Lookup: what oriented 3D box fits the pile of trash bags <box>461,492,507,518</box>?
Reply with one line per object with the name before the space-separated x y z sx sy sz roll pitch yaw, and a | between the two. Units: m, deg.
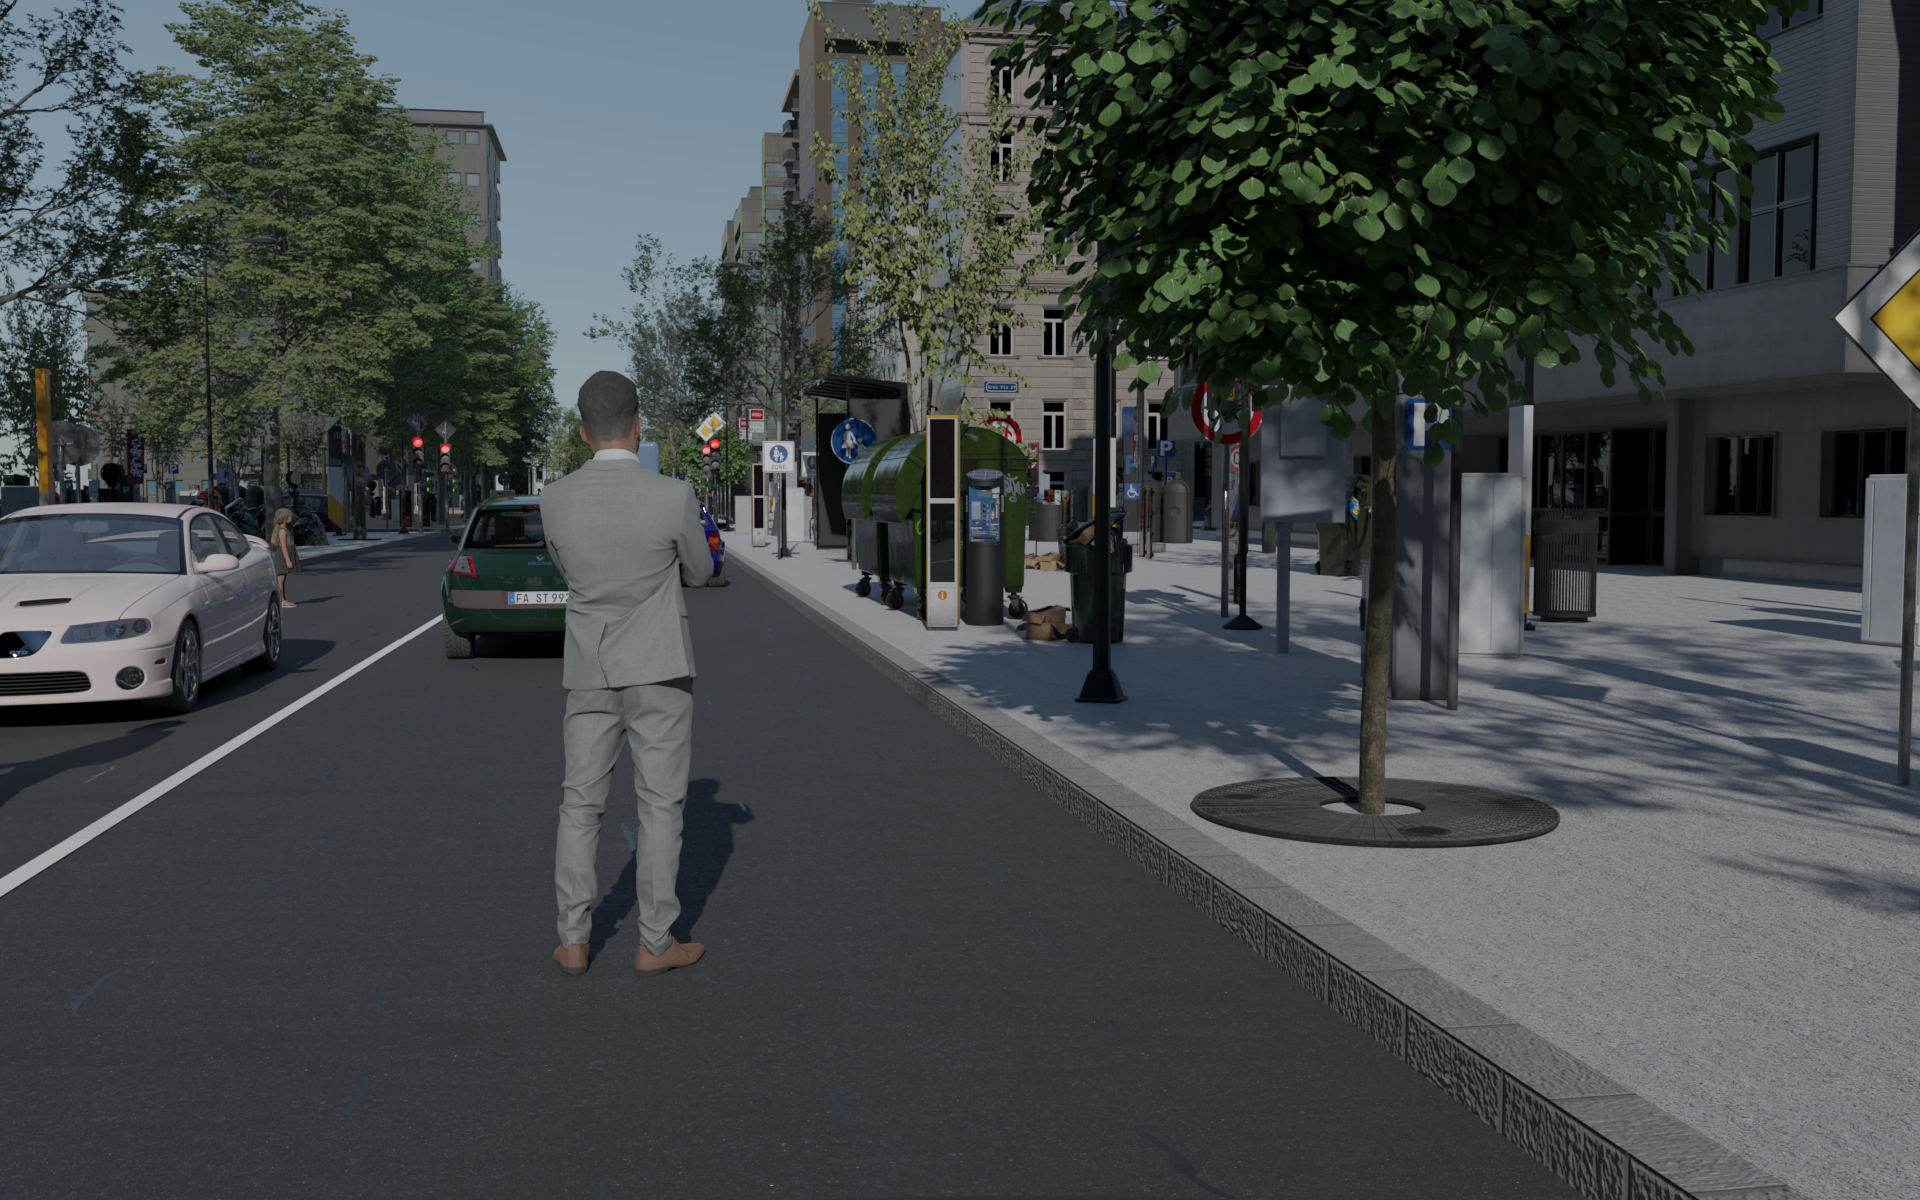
pile of trash bags | -25.668 -5.171 94.299 3.447 1.369 1.912 3 5 43

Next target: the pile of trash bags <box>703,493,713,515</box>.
pile of trash bags | -16.374 -6.755 120.197 1.912 1.369 3.447 1 4 20

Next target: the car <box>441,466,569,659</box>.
car | -3.894 -0.413 16.532 2.009 1.686 4.222 -1 4 -10

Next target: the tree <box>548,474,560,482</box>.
tree | -36.219 -9.761 154.197 1.663 3.219 1.824 0 3 0

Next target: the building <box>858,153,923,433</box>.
building | 0.278 -15.066 101.084 10.420 20.320 16.860 -1 4 -10

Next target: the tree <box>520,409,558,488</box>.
tree | -36.421 -12.142 148.881 4.360 8.622 3.978 0 3 0

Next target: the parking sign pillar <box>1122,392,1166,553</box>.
parking sign pillar | 3.830 -3.040 38.172 1.447 3.967 1.447 0 4 8

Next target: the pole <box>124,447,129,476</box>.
pole | -36.334 -4.999 75.582 0.158 3.312 0.155 0 3 0

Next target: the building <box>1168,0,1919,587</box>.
building | 15.405 -13.274 36.098 14.314 24.678 30.058 -1 4 -10

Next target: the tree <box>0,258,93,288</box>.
tree | -28.071 -6.258 52.686 4.737 8.622 4.395 0 3 0

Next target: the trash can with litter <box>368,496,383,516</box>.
trash can with litter | -34.561 -5.556 102.223 1.055 1.170 0.624 3 4 36

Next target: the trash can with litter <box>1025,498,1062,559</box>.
trash can with litter | 1.389 -1.417 34.233 2.233 1.210 1.678 1 4 13

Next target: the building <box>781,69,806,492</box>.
building | -6.900 -32.107 179.578 22.147 44.769 28.867 -1 4 -10

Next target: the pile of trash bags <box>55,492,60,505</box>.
pile of trash bags | -39.976 -4.051 75.994 1.912 1.369 3.447 -3 4 -38

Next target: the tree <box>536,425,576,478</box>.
tree | -41.624 -13.925 178.032 4.737 8.622 4.395 0 3 0

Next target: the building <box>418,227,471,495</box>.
building | -60.237 -25.258 184.671 14.160 30.474 14.107 -1 4 -10

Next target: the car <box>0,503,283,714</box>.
car | -6.231 -0.016 12.619 2.083 1.381 4.827 -1 4 -11

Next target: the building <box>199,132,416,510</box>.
building | -53.152 -22.660 142.193 14.160 30.474 14.107 -1 4 -10

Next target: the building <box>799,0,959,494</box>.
building | -6.958 -31.016 157.214 14.600 45.320 14.200 -1 4 -10

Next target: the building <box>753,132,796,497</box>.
building | -15.830 -31.575 199.844 14.154 41.232 14.086 -1 4 -10

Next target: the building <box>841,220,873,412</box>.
building | -1.349 -18.822 126.827 14.460 24.649 34.723 -1 4 -10

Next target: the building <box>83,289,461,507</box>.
building | -62.778 -19.426 162.656 27.650 21.520 28.899 -1 4 -10

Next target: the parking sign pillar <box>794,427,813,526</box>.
parking sign pillar | -6.563 -4.894 68.496 1.447 3.967 1.447 0 4 -4

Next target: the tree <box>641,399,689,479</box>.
tree | -34.698 -17.641 206.563 7.486 12.596 7.792 0 3 0

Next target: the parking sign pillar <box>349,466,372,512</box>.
parking sign pillar | -41.894 -8.128 121.372 1.447 3.967 1.447 2 4 33

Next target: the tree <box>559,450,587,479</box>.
tree | -59.615 -21.992 276.570 9.611 12.733 9.660 0 3 0

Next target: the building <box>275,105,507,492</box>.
building | -78.005 -39.793 239.853 28.713 52.752 27.495 -1 4 -10

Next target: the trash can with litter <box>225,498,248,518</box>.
trash can with litter | -21.955 -2.480 51.927 1.055 1.170 0.624 -3 4 -37

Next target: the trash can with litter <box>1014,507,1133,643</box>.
trash can with litter | 0.968 -0.224 15.058 1.055 1.170 0.624 2 4 32

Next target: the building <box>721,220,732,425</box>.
building | -28.645 -40.776 290.394 21.300 48.544 21.600 -1 4 -10

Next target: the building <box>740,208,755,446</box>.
building | -24.653 -34.682 250.644 14.154 41.232 14.086 -1 4 -10

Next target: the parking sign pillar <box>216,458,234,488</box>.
parking sign pillar | -54.851 -8.628 129.543 1.447 3.967 1.447 3 5 44

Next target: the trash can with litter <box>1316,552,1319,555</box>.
trash can with litter | 7.678 -1.423 34.655 1.055 1.170 0.624 1 4 21

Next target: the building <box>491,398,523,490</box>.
building | -82.862 -25.925 268.910 27.650 21.520 28.899 -1 4 -10

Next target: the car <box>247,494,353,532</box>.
car | -23.616 -3.132 60.997 4.222 1.686 2.009 -1 4 -10

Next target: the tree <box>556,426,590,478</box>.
tree | -50.810 -18.199 231.964 7.601 10.594 8.767 -1 4 -11

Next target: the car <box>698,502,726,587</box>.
car | -4.701 -0.929 27.768 1.945 1.354 3.894 -1 4 -11

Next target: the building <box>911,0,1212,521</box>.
building | 10.913 -17.722 87.022 25.104 27.353 12.463 -1 4 -10

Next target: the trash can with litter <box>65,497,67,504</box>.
trash can with litter | -36.480 -3.728 72.013 2.233 1.210 1.678 -3 4 -37

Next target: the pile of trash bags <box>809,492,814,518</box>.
pile of trash bags | -8.388 -5.237 95.384 1.912 1.369 3.447 0 4 7

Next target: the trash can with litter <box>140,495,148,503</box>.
trash can with litter | -55.601 -6.498 117.293 2.233 1.210 1.678 0 4 -3

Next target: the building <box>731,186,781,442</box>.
building | -23.673 -39.474 269.107 21.300 48.544 21.600 -1 4 -10

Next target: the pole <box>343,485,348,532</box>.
pole | -20.410 -3.890 57.451 0.158 3.312 0.155 0 3 0

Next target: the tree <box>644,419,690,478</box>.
tree | -25.232 -12.316 151.729 4.737 8.622 4.395 0 3 0

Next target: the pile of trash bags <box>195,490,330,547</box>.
pile of trash bags | -17.018 -1.959 41.784 1.912 1.369 3.447 1 4 22

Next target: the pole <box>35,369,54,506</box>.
pole | -14.949 -2.108 28.316 0.158 3.312 0.155 0 3 0

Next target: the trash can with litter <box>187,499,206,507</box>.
trash can with litter | -16.275 -1.519 36.228 1.055 1.170 0.624 1 4 14

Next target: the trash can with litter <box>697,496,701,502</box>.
trash can with litter | -15.366 -5.427 100.121 1.055 1.170 0.624 0 4 -8

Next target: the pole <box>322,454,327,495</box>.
pole | -32.635 -5.816 88.935 0.158 3.312 0.155 0 3 0
